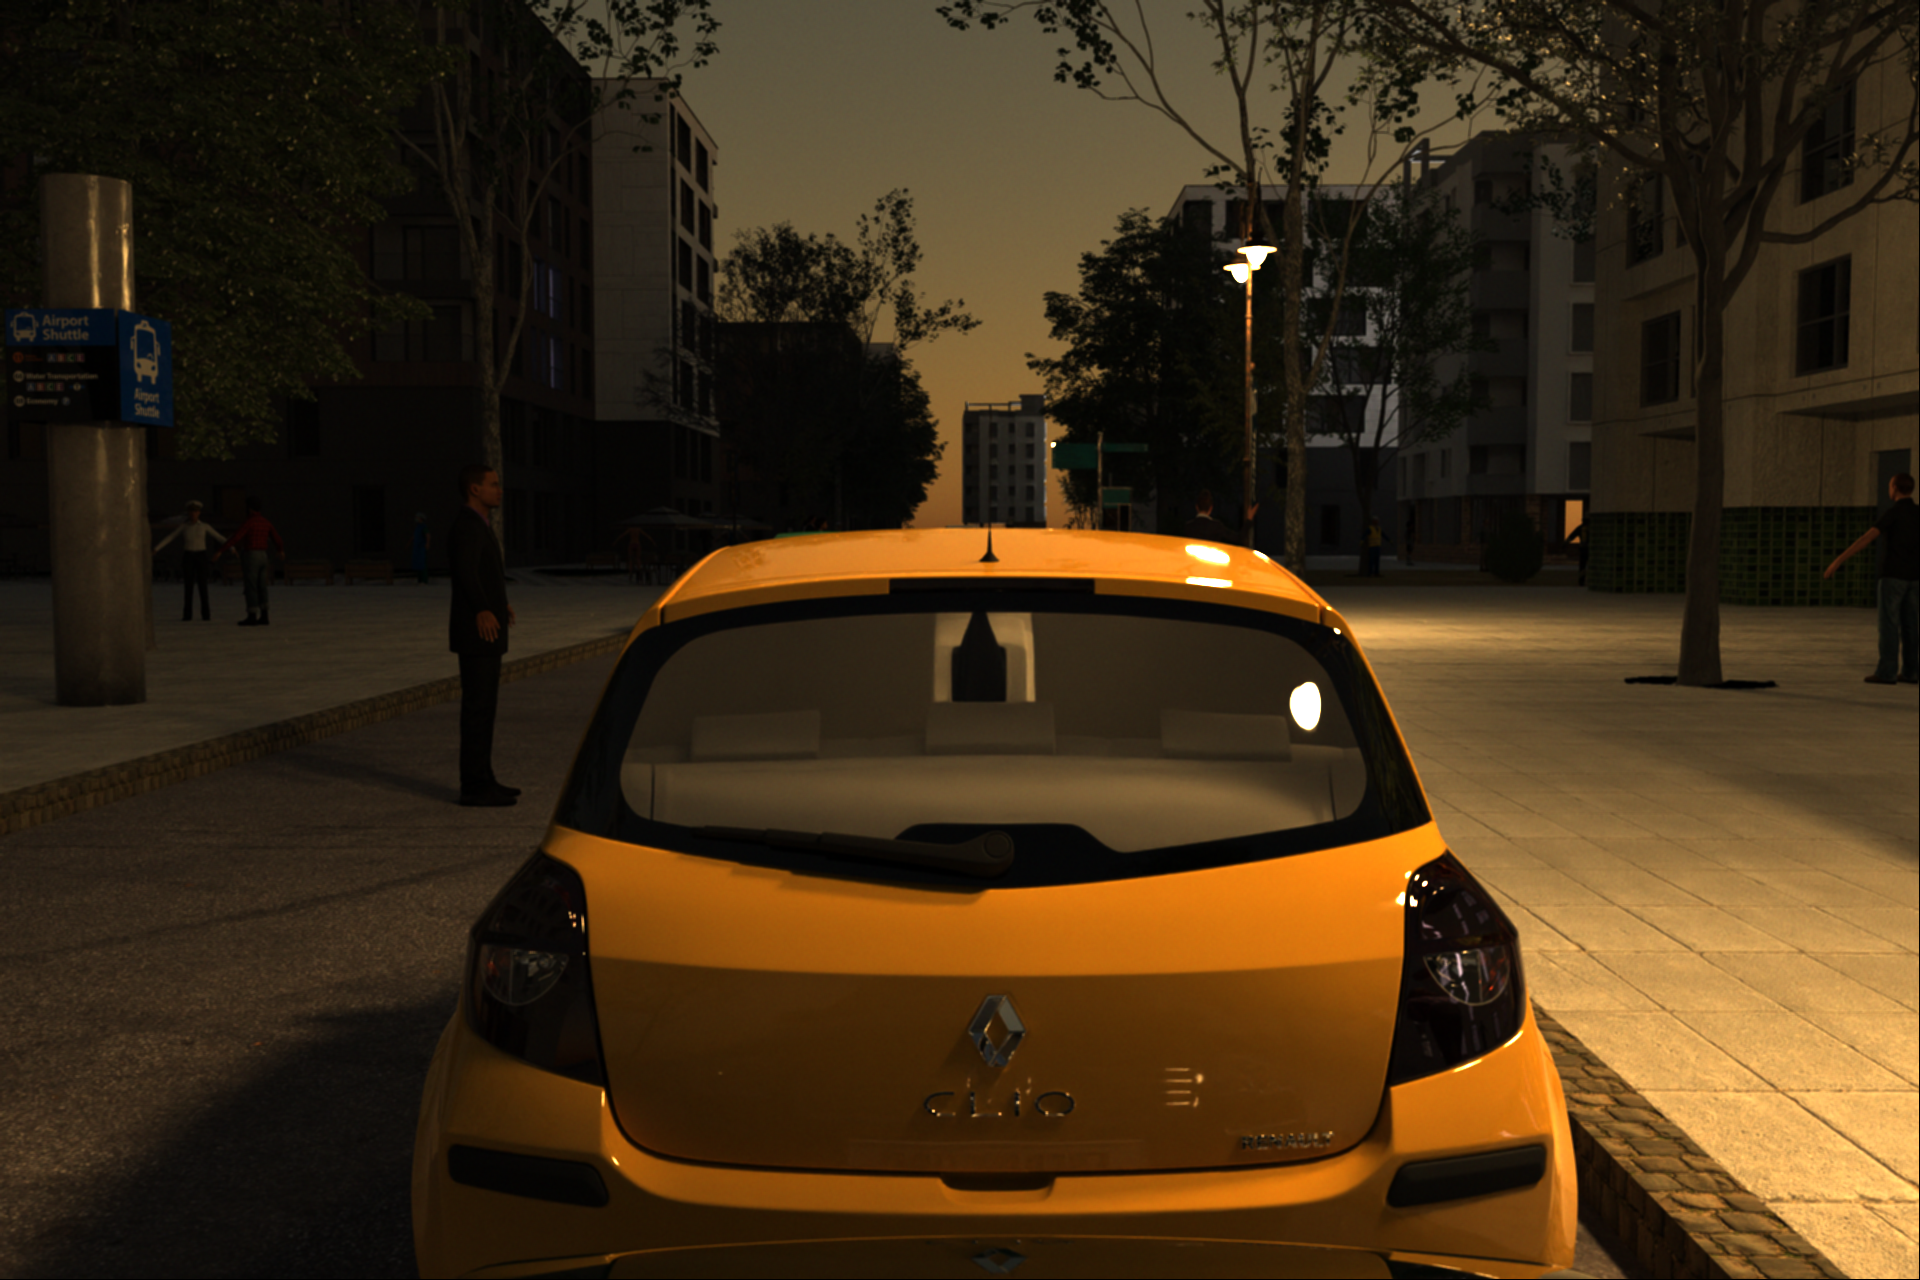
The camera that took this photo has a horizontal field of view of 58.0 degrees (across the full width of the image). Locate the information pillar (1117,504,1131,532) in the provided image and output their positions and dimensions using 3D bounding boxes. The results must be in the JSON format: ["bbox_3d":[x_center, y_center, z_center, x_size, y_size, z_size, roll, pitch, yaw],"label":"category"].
[{"bbox_3d":[3.990,-2.307,42.209,0.304,2.012,0.304,0,4,1],"label":"information pillar"}]

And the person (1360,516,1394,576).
[{"bbox_3d":[12.419,-2.803,51.791,1.349,1.833,0.705,-2,4,-30],"label":"person"}]

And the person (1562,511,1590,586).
[{"bbox_3d":[15.438,-2.250,42.574,1.354,1.856,0.705,3,5,42],"label":"person"}]

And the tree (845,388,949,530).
[{"bbox_3d":[-5.693,-14.262,139.840,9.857,13.997,8.962,0,3,0],"label":"tree"}]

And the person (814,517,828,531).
[{"bbox_3d":[-2.500,-1.417,32.347,0.721,1.740,1.216,-1,4,-13],"label":"person"}]

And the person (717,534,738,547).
[{"bbox_3d":[-10.542,-4.471,78.863,0.705,1.858,1.354,3,4,37],"label":"person"}]

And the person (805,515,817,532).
[{"bbox_3d":[-4.044,-2.542,47.748,0.705,1.806,1.347,1,4,21],"label":"person"}]

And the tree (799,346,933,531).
[{"bbox_3d":[-6.483,-12.903,117.621,9.857,13.997,8.962,0,3,0],"label":"tree"}]

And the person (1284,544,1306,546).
[{"bbox_3d":[13.993,-3.861,72.394,0.991,1.433,0.599,-1,4,-12],"label":"person"}]

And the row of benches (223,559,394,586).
[{"bbox_3d":[-16.328,-1.698,43.222,4.104,0.672,1.422,-1,4,-9],"label":"row of benches"}]

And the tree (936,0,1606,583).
[{"bbox_3d":[5.651,-10.806,32.571,12.611,20.169,13.585,0,3,0],"label":"tree"}]

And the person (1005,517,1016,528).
[{"bbox_3d":[1.270,-2.151,43.396,1.354,1.858,0.705,2,4,28],"label":"person"}]

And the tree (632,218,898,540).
[{"bbox_3d":[-7.540,-9.637,67.941,12.009,13.543,11.850,0,3,0],"label":"tree"}]

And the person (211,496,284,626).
[{"bbox_3d":[-9.923,-1.113,24.309,0.704,1.816,1.345,1,4,20],"label":"person"}]

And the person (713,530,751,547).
[{"bbox_3d":[-7.719,-3.238,58.796,1.347,1.847,0.705,0,4,-7],"label":"person"}]

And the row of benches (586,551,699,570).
[{"bbox_3d":[-11.261,-2.843,61.947,4.104,0.672,1.422,0,4,4],"label":"row of benches"}]

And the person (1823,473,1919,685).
[{"bbox_3d":[8.043,-0.529,14.865,1.348,1.803,0.705,-1,4,-16],"label":"person"}]

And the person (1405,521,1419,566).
[{"bbox_3d":[18.330,-3.933,70.446,0.704,1.843,1.345,0,4,-6],"label":"person"}]

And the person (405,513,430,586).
[{"bbox_3d":[-13.449,-2.262,43.112,0.704,1.817,1.347,-3,5,-40],"label":"person"}]

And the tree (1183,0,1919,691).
[{"bbox_3d":[6.281,-6.348,14.163,12.009,13.543,11.850,0,3,0],"label":"tree"}]

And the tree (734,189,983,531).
[{"bbox_3d":[-5.543,-14.598,94.565,12.611,20.169,13.585,0,3,0],"label":"tree"}]

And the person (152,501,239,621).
[{"bbox_3d":[-11.322,-1.172,25.622,1.216,1.778,0.721,-1,4,-18],"label":"person"}]

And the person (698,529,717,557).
[{"bbox_3d":[-10.597,-4.049,72.345,0.704,1.812,1.346,-3,5,-41],"label":"person"}]

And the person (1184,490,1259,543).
[{"bbox_3d":[2.649,-0.661,17.655,0.742,1.727,0.445,0,4,2],"label":"person"}]

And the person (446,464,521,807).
[{"bbox_3d":[-2.533,-0.034,9.234,0.704,1.802,1.346,-1,4,-11],"label":"person"}]

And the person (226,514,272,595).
[{"bbox_3d":[-15.041,-1.830,36.749,1.217,1.735,0.721,-1,4,-18],"label":"person"}]

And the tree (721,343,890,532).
[{"bbox_3d":[-7.559,-9.156,84.110,8.767,10.594,7.601,0,4,0],"label":"tree"}]

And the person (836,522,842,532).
[{"bbox_3d":[-4.778,-3.871,69.748,0.721,1.772,1.216,0,4,7],"label":"person"}]

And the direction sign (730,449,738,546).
[{"bbox_3d":[-6.052,-3.333,46.493,0.379,3.537,0.876,0,4,3],"label":"direction sign"}]

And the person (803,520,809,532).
[{"bbox_3d":[-5.657,-3.557,64.340,0.705,1.806,1.347,0,4,-2],"label":"person"}]

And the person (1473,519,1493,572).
[{"bbox_3d":[17.933,-3.229,59.059,1.348,1.796,0.705,-2,4,-31],"label":"person"}]

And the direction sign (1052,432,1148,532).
[{"bbox_3d":[3.684,-3.439,44.998,2.525,3.948,1.411,0,4,-1],"label":"direction sign"}]

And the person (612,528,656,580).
[{"bbox_3d":[-9.131,-2.556,48.596,1.217,1.733,0.721,-1,4,-13],"label":"person"}]
